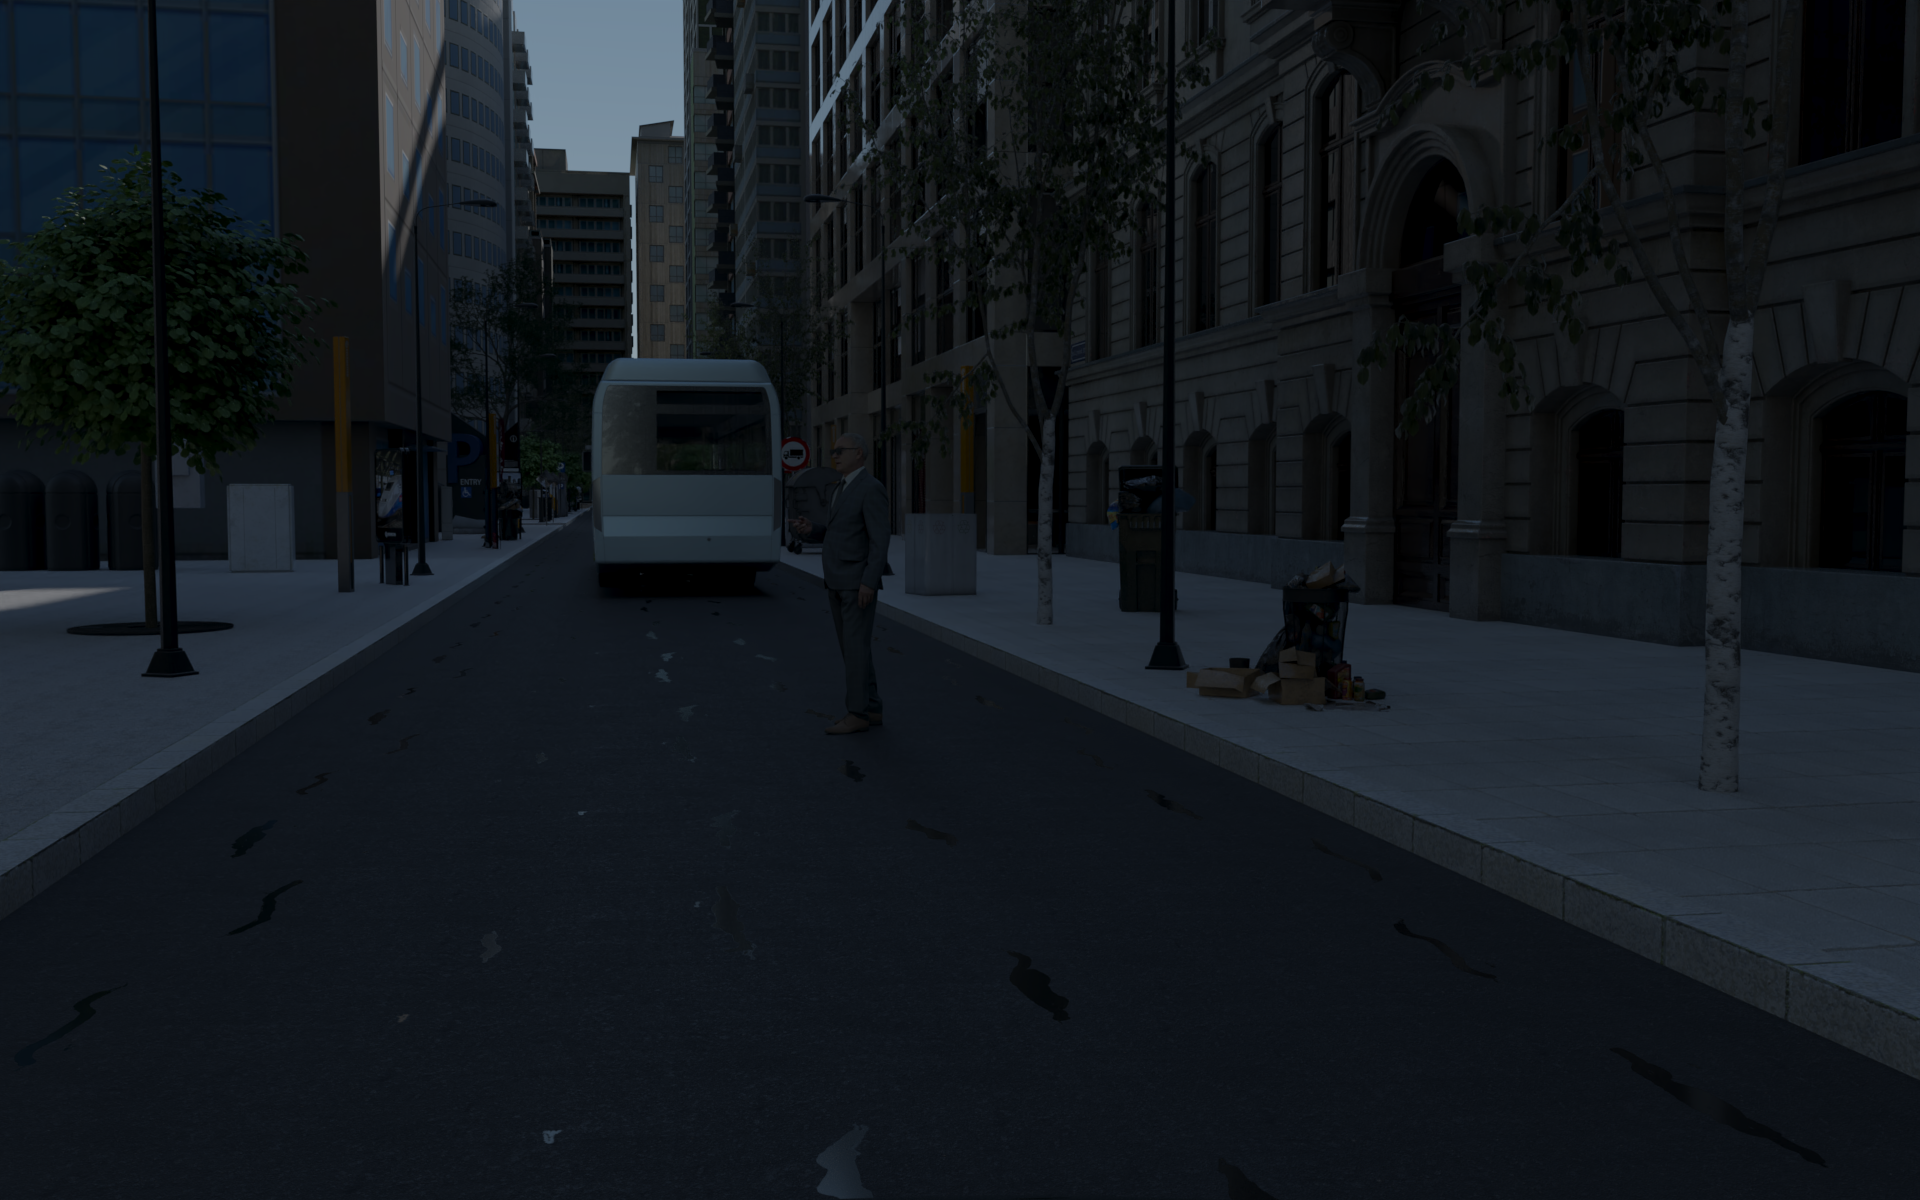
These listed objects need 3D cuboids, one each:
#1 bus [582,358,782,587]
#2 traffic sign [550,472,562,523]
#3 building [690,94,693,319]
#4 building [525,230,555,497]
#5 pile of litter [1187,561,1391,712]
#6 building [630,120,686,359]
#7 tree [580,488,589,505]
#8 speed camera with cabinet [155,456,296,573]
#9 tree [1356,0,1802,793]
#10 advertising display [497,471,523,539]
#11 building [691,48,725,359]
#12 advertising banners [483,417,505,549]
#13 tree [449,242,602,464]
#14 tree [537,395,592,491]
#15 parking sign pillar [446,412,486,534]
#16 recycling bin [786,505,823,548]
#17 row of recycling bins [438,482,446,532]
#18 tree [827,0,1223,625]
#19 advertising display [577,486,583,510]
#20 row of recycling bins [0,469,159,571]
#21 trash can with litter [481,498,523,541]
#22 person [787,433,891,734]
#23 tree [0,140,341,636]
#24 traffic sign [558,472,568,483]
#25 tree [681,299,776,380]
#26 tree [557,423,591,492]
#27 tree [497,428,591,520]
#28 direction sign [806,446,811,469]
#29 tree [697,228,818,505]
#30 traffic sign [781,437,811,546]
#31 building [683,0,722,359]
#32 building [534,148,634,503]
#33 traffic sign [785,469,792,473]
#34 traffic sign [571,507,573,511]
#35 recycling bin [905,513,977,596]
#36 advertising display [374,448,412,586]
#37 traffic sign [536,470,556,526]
[{"bbox_3d":[-5.081,-2.154,30.079,2.948,3.499,13.247,-1,4,-12],"label":"bus"},{"bbox_3d":[-18.335,-4.550,78.033,0.795,2.450,0.064,-1,4,-11],"label":"traffic sign"},{"bbox_3d":[-20.256,-32.300,178.208,14.600,45.320,14.200,-1,4,-11],"label":"building"},{"bbox_3d":[-51.110,-25.372,186.526,14.160,30.474,14.107,-1,4,-11],"label":"building"},{"bbox_3d":[2.062,0.182,10.982,1.176,0.858,1.719,0,4,-5],"label":"pile of litter"},{"bbox_3d":[-34.028,-40.647,253.813,27.495,52.752,28.713,-1,4,-11],"label":"building"},{"bbox_3d":[-45.816,-13.172,209.962,1.663,3.219,1.824,0,3,0],"label":"tree"},{"bbox_3d":[-12.004,-2.078,28.311,2.038,3.252,0.660,-1,4,-16],"label":"speed camera with cabinet"},{"bbox_3d":[3.196,-3.493,7.469,4.360,8.622,3.978,0,3,0],"label":"tree"},{"bbox_3d":[-12.811,-2.665,48.787,0.974,1.923,0.123,-3,4,-36],"label":"advertising display"},{"bbox_3d":[-18.292,-29.379,163.938,14.154,41.232,14.086,-1,4,-11],"label":"building"},{"bbox_3d":[-10.904,-2.713,40.541,0.090,3.025,2.074,-2,4,-28],"label":"advertising banners"},{"bbox_3d":[-16.468,-7.891,63.433,7.601,10.594,8.767,-1,4,-21],"label":"tree"},{"bbox_3d":[-26.678,-10.242,117.822,4.360,8.622,3.978,0,3,0],"label":"tree"},{"bbox_3d":[-15.841,-4.116,55.768,1.447,3.967,1.447,0,4,5],"label":"parking sign pillar"},{"bbox_3d":[-3.690,-1.761,41.351,0.722,1.027,0.722,-2,4,-35],"label":"recycling bin"},{"bbox_3d":[-18.940,-3.134,58.355,3.534,1.692,1.069,0,4,7],"label":"row of recycling bins"},{"bbox_3d":[0.782,-4.079,17.051,4.360,8.622,3.978,0,3,0],"label":"tree"},{"bbox_3d":[-30.826,-8.221,139.630,0.974,1.923,0.123,2,4,28],"label":"advertising display"},{"bbox_3d":[-15.342,-1.349,29.170,3.534,1.692,1.069,0,4,-4],"label":"row of recycling bins"},{"bbox_3d":[-12.596,-2.217,47.628,1.055,1.170,0.624,-3,5,-42],"label":"trash can with litter"},{"bbox_3d":[-0.718,-0.114,10.535,0.590,1.801,0.661,-2,4,-30],"label":"person"},{"bbox_3d":[-7.559,-1.990,16.258,4.285,4.588,4.351,0,3,0],"label":"tree"},{"bbox_3d":[-23.216,-6.162,100.853,0.768,2.556,0.104,0,4,-2],"label":"traffic sign"},{"bbox_3d":[-8.703,-7.000,64.819,4.737,8.622,4.395,0,3,0],"label":"tree"},{"bbox_3d":[-36.729,-13.118,164.840,4.737,8.622,4.395,0,3,0],"label":"tree"},{"bbox_3d":[-21.390,-6.280,86.383,4.285,4.588,4.351,0,3,0],"label":"tree"},{"bbox_3d":[-7.101,-5.524,82.308,0.379,3.537,0.876,1,4,20],"label":"direction sign"},{"bbox_3d":[-4.873,-5.919,47.133,4.360,8.622,3.978,0,3,0],"label":"tree"},{"bbox_3d":[-3.701,-2.349,38.512,0.768,2.556,0.104,-1,4,-9],"label":"traffic sign"},{"bbox_3d":[-25.737,-47.546,215.622,20.563,71.187,20.611,-1,4,-11],"label":"building"},{"bbox_3d":[-57.363,-38.029,245.467,21.600,48.544,21.300,-1,4,-11],"label":"building"},{"bbox_3d":[-4.646,-2.684,43.883,0.884,2.594,0.081,-1,4,-10],"label":"traffic sign"},{"bbox_3d":[-29.358,-8.003,130.951,0.768,2.556,0.104,-1,4,-10],"label":"traffic sign"},{"bbox_3d":[-0.250,-0.590,22.207,0.722,1.027,0.722,-2,4,-26],"label":"recycling bin"},{"bbox_3d":[-8.021,-1.179,24.496,0.123,1.923,0.974,-3,5,-41],"label":"advertising display"},{"bbox_3d":[-16.764,-4.071,70.204,0.795,2.450,0.064,-1,4,-11],"label":"traffic sign"}]
